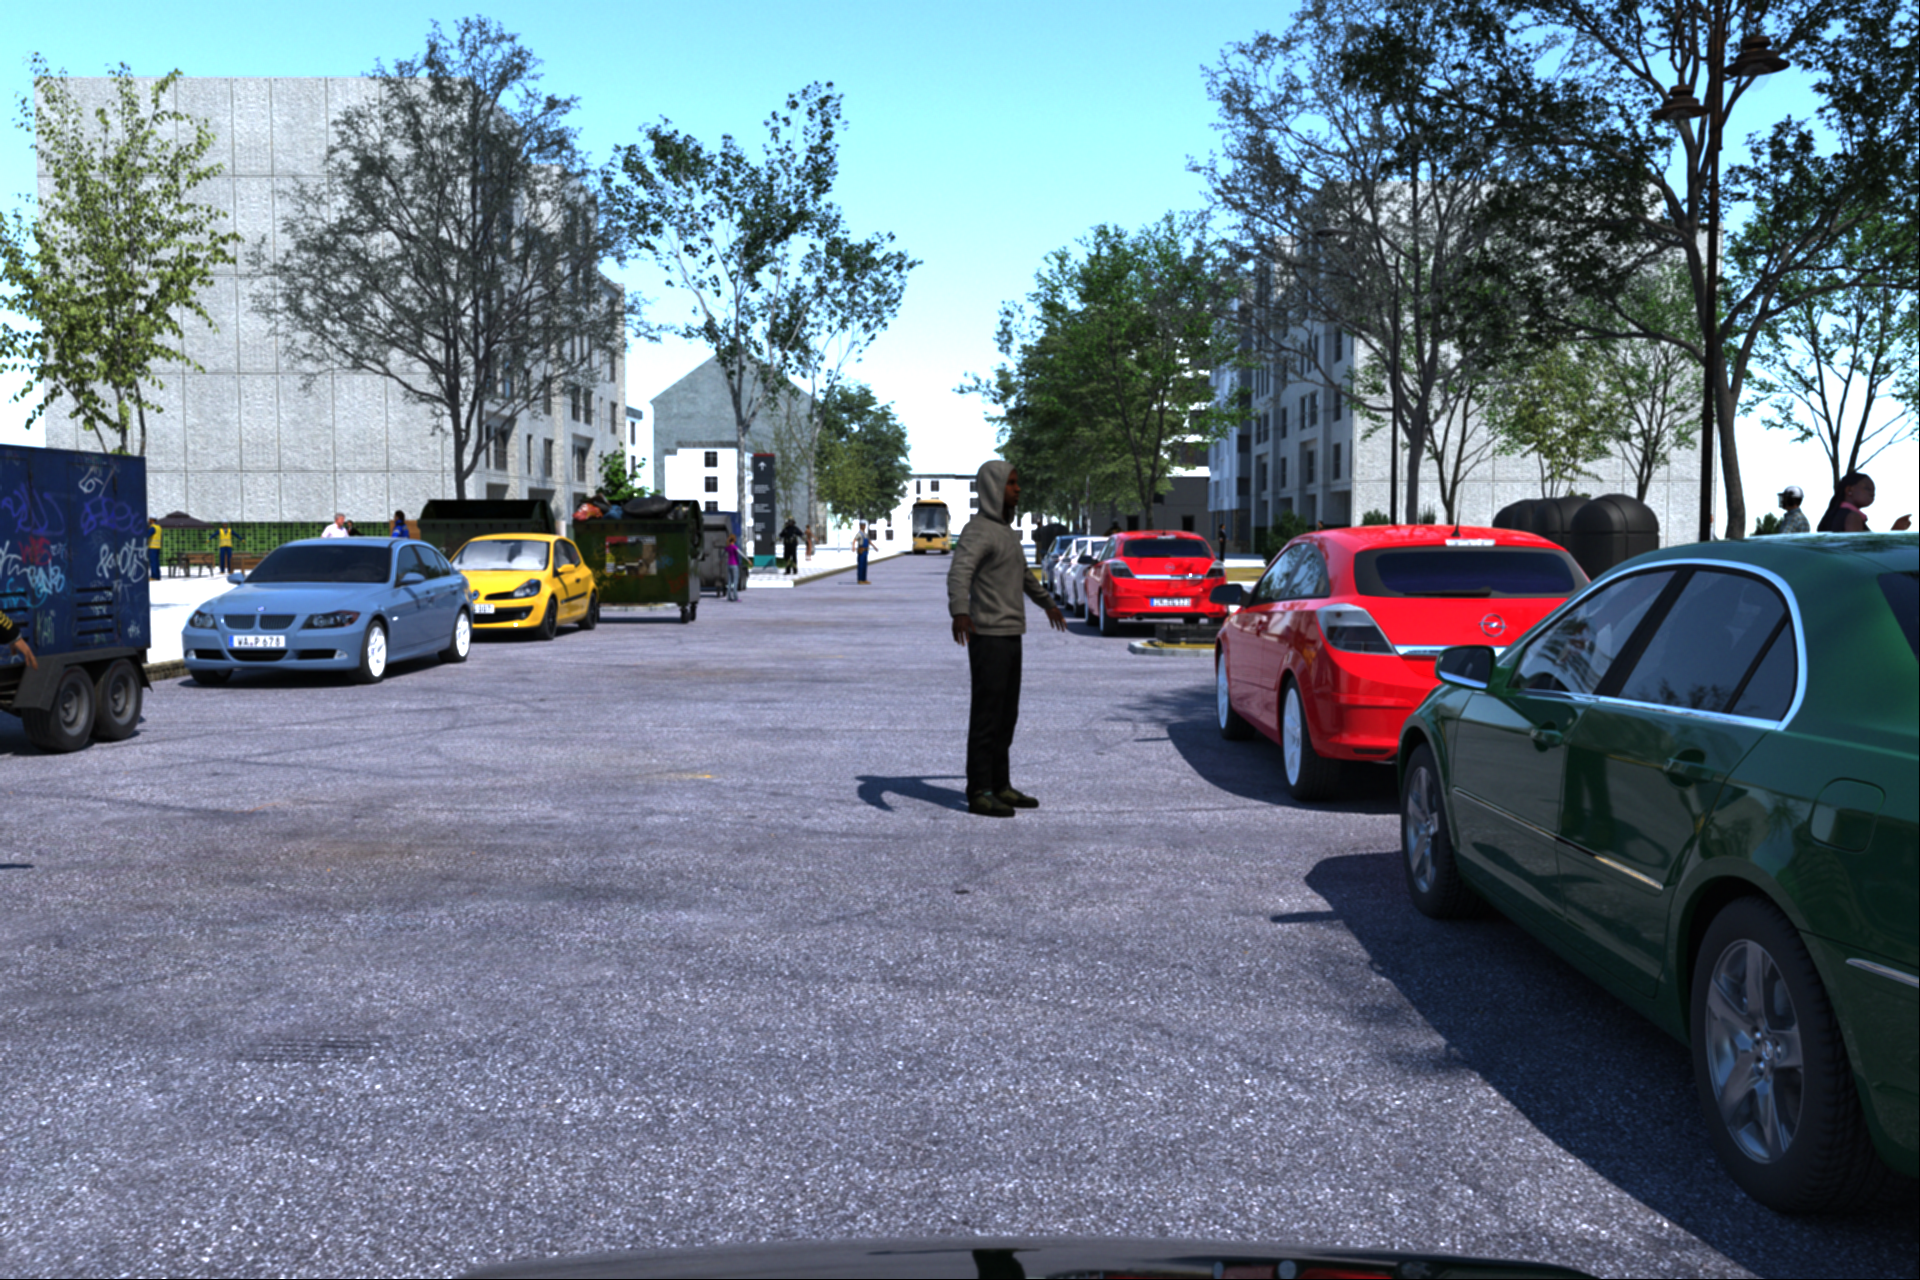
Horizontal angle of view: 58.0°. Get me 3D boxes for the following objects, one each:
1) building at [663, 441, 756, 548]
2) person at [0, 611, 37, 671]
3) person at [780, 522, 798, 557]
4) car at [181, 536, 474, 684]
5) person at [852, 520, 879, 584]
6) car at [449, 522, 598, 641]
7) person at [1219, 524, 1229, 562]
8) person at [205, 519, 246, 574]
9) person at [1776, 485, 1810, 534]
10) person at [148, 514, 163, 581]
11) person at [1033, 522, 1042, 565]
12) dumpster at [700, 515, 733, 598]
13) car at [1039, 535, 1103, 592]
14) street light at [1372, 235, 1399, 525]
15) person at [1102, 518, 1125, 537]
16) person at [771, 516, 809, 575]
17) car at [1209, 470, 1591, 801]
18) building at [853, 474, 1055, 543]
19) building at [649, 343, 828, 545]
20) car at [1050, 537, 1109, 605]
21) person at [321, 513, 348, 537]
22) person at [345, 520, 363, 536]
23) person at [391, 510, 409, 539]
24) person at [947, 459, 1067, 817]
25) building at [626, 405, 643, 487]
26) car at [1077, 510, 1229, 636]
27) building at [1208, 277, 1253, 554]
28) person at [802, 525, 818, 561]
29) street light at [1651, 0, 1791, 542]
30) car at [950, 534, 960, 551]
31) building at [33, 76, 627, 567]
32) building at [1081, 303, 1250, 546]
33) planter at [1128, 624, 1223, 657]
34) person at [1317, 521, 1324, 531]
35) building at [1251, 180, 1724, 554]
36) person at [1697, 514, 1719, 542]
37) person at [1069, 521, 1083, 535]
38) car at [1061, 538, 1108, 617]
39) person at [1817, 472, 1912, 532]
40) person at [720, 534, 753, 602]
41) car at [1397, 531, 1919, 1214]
[{"bbox_3d":[-24.524,-13.942,170.099,9.099,9.664,28.070,0,4,1],"label":"building"},{"bbox_3d":[-4.191,0.120,6.428,1.347,1.837,0.705,-2,4,-25],"label":"person"},{"bbox_3d":[-7.632,-4.308,76.664,0.704,1.802,1.346,-3,5,-40],"label":"person"},{"bbox_3d":[-6.418,-0.371,18.069,2.014,1.417,4.499,0,4,1],"label":"car"},{"bbox_3d":[-2.764,-2.523,49.564,0.705,1.847,1.347,2,4,28],"label":"person"},{"bbox_3d":[-6.326,-0.874,24.522,2.015,1.641,3.980,0,4,0],"label":"car"},{"bbox_3d":[12.159,-4.467,79.760,0.721,1.740,1.216,1,4,23],"label":"person"},{"bbox_3d":[-23.498,-2.995,55.436,1.216,1.772,0.721,-2,4,-28],"label":"person"},{"bbox_3d":[9.674,-0.880,20.225,0.704,1.849,1.345,3,5,43],"label":"person"},{"bbox_3d":[-22.065,-2.531,47.344,0.705,1.833,1.349,0,4,-2],"label":"person"},{"bbox_3d":[3.310,-4.022,72.024,0.705,1.796,1.348,-1,4,-22],"label":"person"},{"bbox_3d":[-6.109,-1.896,39.214,1.865,1.857,1.264,0,4,1],"label":"dumpster"},{"bbox_3d":[3.055,-1.985,44.465,2.014,1.417,4.499,0,4,-1],"label":"car"},{"bbox_3d":[7.170,-3.293,26.381,1.470,5.913,1.316,0,4,1],"label":"street light"},{"bbox_3d":[5.610,-3.475,62.589,1.354,1.858,0.705,1,4,9],"label":"person"},{"bbox_3d":[-5.363,-3.005,54.905,1.354,1.856,0.705,1,4,22],"label":"person"},{"bbox_3d":[2.691,-0.106,10.773,2.155,1.783,4.494,0,4,1],"label":"car"},{"bbox_3d":[-0.764,-18.131,241.052,28.070,9.664,9.099,0,4,-1],"label":"building"},{"bbox_3d":[-25.798,-22.984,206.722,19.493,23.208,18.063,0,4,0],"label":"building"},{"bbox_3d":[2.957,-1.458,36.195,2.083,1.381,4.827,0,3,0],"label":"car"},{"bbox_3d":[-12.610,-1.722,35.136,0.436,1.711,0.756,3,4,38],"label":"person"},{"bbox_3d":[-23.083,-3.630,65.533,1.347,1.806,0.705,0,4,-4],"label":"person"},{"bbox_3d":[-12.974,-2.082,40.023,0.704,1.831,1.345,0,4,0],"label":"person"},{"bbox_3d":[0.210,-0.021,8.927,0.705,1.813,1.348,2,4,24],"label":"person"},{"bbox_3d":[-26.131,-10.766,118.170,9.099,9.664,28.070,0,4,1],"label":"building"},{"bbox_3d":[2.858,-1.024,25.778,2.155,1.783,4.494,0,4,0],"label":"car"},{"bbox_3d":[23.286,-16.467,125.657,16.016,20.090,11.380,0,4,0],"label":"building"},{"bbox_3d":[-7.164,-4.638,82.636,0.721,1.733,1.217,-3,5,-42],"label":"person"},{"bbox_3d":[6.043,-2.517,13.947,0.468,5.910,1.993,0,4,1],"label":"street light"},{"bbox_3d":[-0.510,-7.332,131.669,2.131,1.459,4.920,0,4,-1],"label":"car"},{"bbox_3d":[-27.384,-13.248,83.064,16.747,18.905,31.486,0,3,0],"label":"building"},{"bbox_3d":[25.671,-19.909,169.483,27.936,21.610,32.646,0,4,1],"label":"building"},{"bbox_3d":[3.082,0.001,21.128,1.991,0.319,1.994,0,4,0],"label":"planter"},{"bbox_3d":[14.351,-3.853,69.131,0.704,1.812,1.346,0,4,-2],"label":"person"},{"bbox_3d":[26.835,-14.000,95.351,16.747,18.905,31.486,0,4,1],"label":"building"},{"bbox_3d":[19.416,-2.371,44.924,1.344,1.810,0.704,-3,5,-42],"label":"person"},{"bbox_3d":[5.237,-4.351,76.996,1.347,1.847,0.705,-1,4,-13],"label":"person"},{"bbox_3d":[2.897,-1.155,31.248,2.083,1.381,4.827,0,3,0],"label":"car"},{"bbox_3d":[5.269,-0.158,10.104,0.415,1.643,0.593,-3,4,-38],"label":"person"},{"bbox_3d":[-4.768,-1.529,36.728,0.991,1.433,0.599,3,5,40],"label":"person"},{"bbox_3d":[2.616,0.411,5.071,2.131,1.459,4.920,0,4,1],"label":"car"}]
